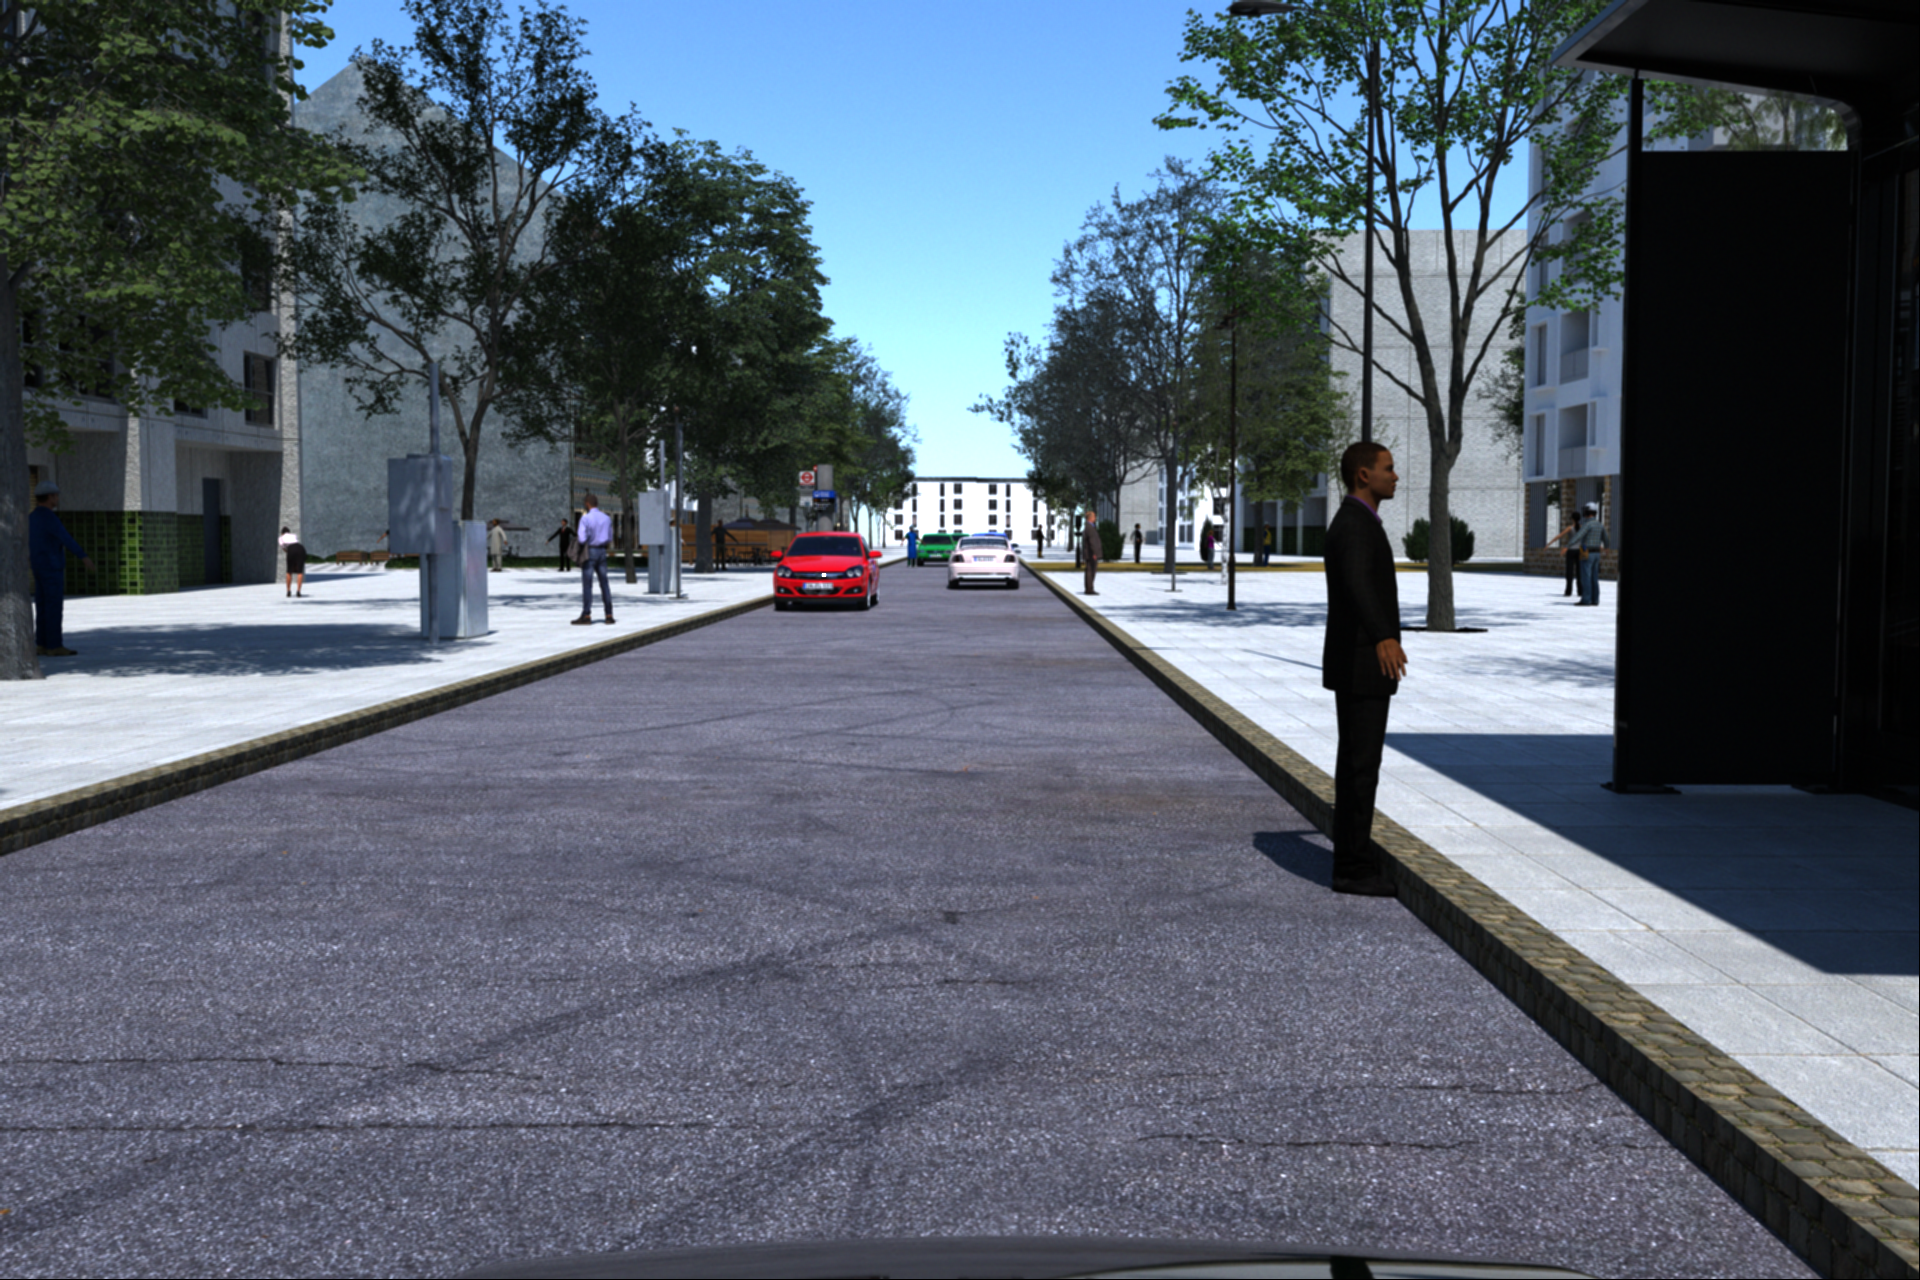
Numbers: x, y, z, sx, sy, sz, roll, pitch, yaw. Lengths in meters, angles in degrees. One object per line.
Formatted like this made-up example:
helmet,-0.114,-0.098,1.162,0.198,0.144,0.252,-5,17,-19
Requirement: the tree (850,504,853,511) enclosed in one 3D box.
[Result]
tree,-16.741,-18.601,254.492,4.360,8.622,3.978,0,3,0

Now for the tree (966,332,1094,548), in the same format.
tree,7.067,-18.827,163.707,12.611,20.169,13.585,0,3,0

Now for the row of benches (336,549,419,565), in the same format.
row of benches,-23.701,-3.442,71.731,4.104,0.672,1.422,0,4,5

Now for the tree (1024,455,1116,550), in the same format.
tree,8.710,-12.372,136.694,8.767,10.594,7.601,2,4,28

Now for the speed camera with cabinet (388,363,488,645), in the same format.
speed camera with cabinet,-6.275,-1.622,20.858,0.660,3.252,2.038,0,4,1

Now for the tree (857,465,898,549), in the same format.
tree,-6.985,-12.160,149.173,4.737,8.622,4.395,0,3,0

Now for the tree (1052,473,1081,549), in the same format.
tree,8.992,-11.872,144.475,4.737,8.622,4.395,0,3,0

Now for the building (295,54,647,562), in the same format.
building,-27.166,-15.781,88.944,19.493,23.208,18.063,0,4,1

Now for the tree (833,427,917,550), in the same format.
tree,-7.034,-12.554,139.666,8.767,10.594,7.601,2,4,27

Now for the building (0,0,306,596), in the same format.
building,-25.486,-9.938,28.944,16.747,18.905,31.486,0,3,0

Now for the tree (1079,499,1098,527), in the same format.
tree,21.043,-20.334,250.581,7.486,12.596,7.792,0,3,0

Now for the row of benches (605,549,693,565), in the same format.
row of benches,-13.112,-3.423,71.436,4.104,0.672,1.422,0,4,-2

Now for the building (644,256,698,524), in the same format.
building,-24.261,-15.788,114.550,16.016,20.090,11.380,0,4,1

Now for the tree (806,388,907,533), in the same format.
tree,-7.556,-12.117,123.864,9.928,11.665,9.643,0,3,0

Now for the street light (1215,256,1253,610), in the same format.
street light,4.586,-3.443,29.088,0.468,5.910,1.993,0,4,1

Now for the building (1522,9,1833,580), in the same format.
building,23.183,-12.064,53.671,16.016,20.090,11.380,0,4,1

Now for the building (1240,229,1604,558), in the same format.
building,28.507,-14.848,109.223,16.747,18.905,31.486,0,4,1

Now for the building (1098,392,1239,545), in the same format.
building,27.039,-21.740,221.910,16.747,18.905,31.486,0,4,1

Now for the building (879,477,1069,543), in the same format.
building,2.072,-18.956,254.540,28.070,9.664,9.099,0,4,-4

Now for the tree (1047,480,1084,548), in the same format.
tree,8.809,-12.434,153.654,4.737,8.622,4.395,0,3,0

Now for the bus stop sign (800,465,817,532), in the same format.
bus stop sign,-5.785,-4.800,67.181,0.855,3.939,0.416,0,4,1

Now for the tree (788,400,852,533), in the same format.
tree,-7.680,-8.523,89.706,4.737,8.622,4.395,0,3,0

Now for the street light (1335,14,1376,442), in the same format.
street light,4.120,-2.608,15.175,1.470,5.913,1.316,0,4,1

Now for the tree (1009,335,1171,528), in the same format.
tree,7.656,-11.528,98.858,12.009,13.543,11.850,0,3,0

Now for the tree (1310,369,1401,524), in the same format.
tree,17.157,-7.759,77.221,4.360,8.622,3.978,0,3,0

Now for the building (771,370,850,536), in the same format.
building,-22.004,-21.909,189.138,19.493,23.208,18.063,0,4,1

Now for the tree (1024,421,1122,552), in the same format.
tree,8.122,-11.562,123.443,7.601,10.594,8.767,-1,4,-12

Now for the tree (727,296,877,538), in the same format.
tree,-7.813,-10.034,82.186,7.486,12.596,7.792,0,3,0

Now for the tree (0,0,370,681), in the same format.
tree,-8.452,-5.897,14.547,7.486,12.596,7.792,0,3,0

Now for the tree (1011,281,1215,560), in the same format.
tree,7.689,-10.701,85.337,12.009,13.543,11.850,0,3,0

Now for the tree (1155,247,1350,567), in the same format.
tree,11.541,-9.151,67.743,7.486,12.596,7.792,0,3,0

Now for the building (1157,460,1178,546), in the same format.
building,27.297,-14.977,187.013,9.099,9.664,28.070,0,4,0

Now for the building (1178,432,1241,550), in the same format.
building,23.636,-12.178,141.255,9.099,9.664,28.070,0,4,1

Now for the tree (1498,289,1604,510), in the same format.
tree,25.561,-9.782,66.585,9.857,13.997,8.962,0,3,0

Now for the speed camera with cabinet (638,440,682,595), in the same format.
speed camera with cabinet,-6.445,-2.621,37.188,0.660,3.252,2.038,0,4,0

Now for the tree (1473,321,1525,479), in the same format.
tree,28.171,-10.224,77.538,12.009,13.543,11.850,0,3,0

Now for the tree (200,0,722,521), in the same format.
tree,-8.369,-5.776,28.857,8.767,10.594,7.601,-1,4,-13

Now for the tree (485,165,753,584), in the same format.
tree,-8.871,-6.740,44.619,7.601,10.594,8.767,0,4,-7

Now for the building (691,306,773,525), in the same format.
building,-25.437,-18.799,138.291,19.493,23.208,18.063,0,4,1

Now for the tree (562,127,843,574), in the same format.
tree,-8.286,-9.149,56.249,9.857,13.997,8.962,0,3,0

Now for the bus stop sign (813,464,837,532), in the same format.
bus stop sign,-5.121,-4.695,65.777,0.837,3.901,0.837,0,4,2

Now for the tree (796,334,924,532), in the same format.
tree,-7.288,-11.990,106.414,12.009,13.543,11.850,0,3,0
